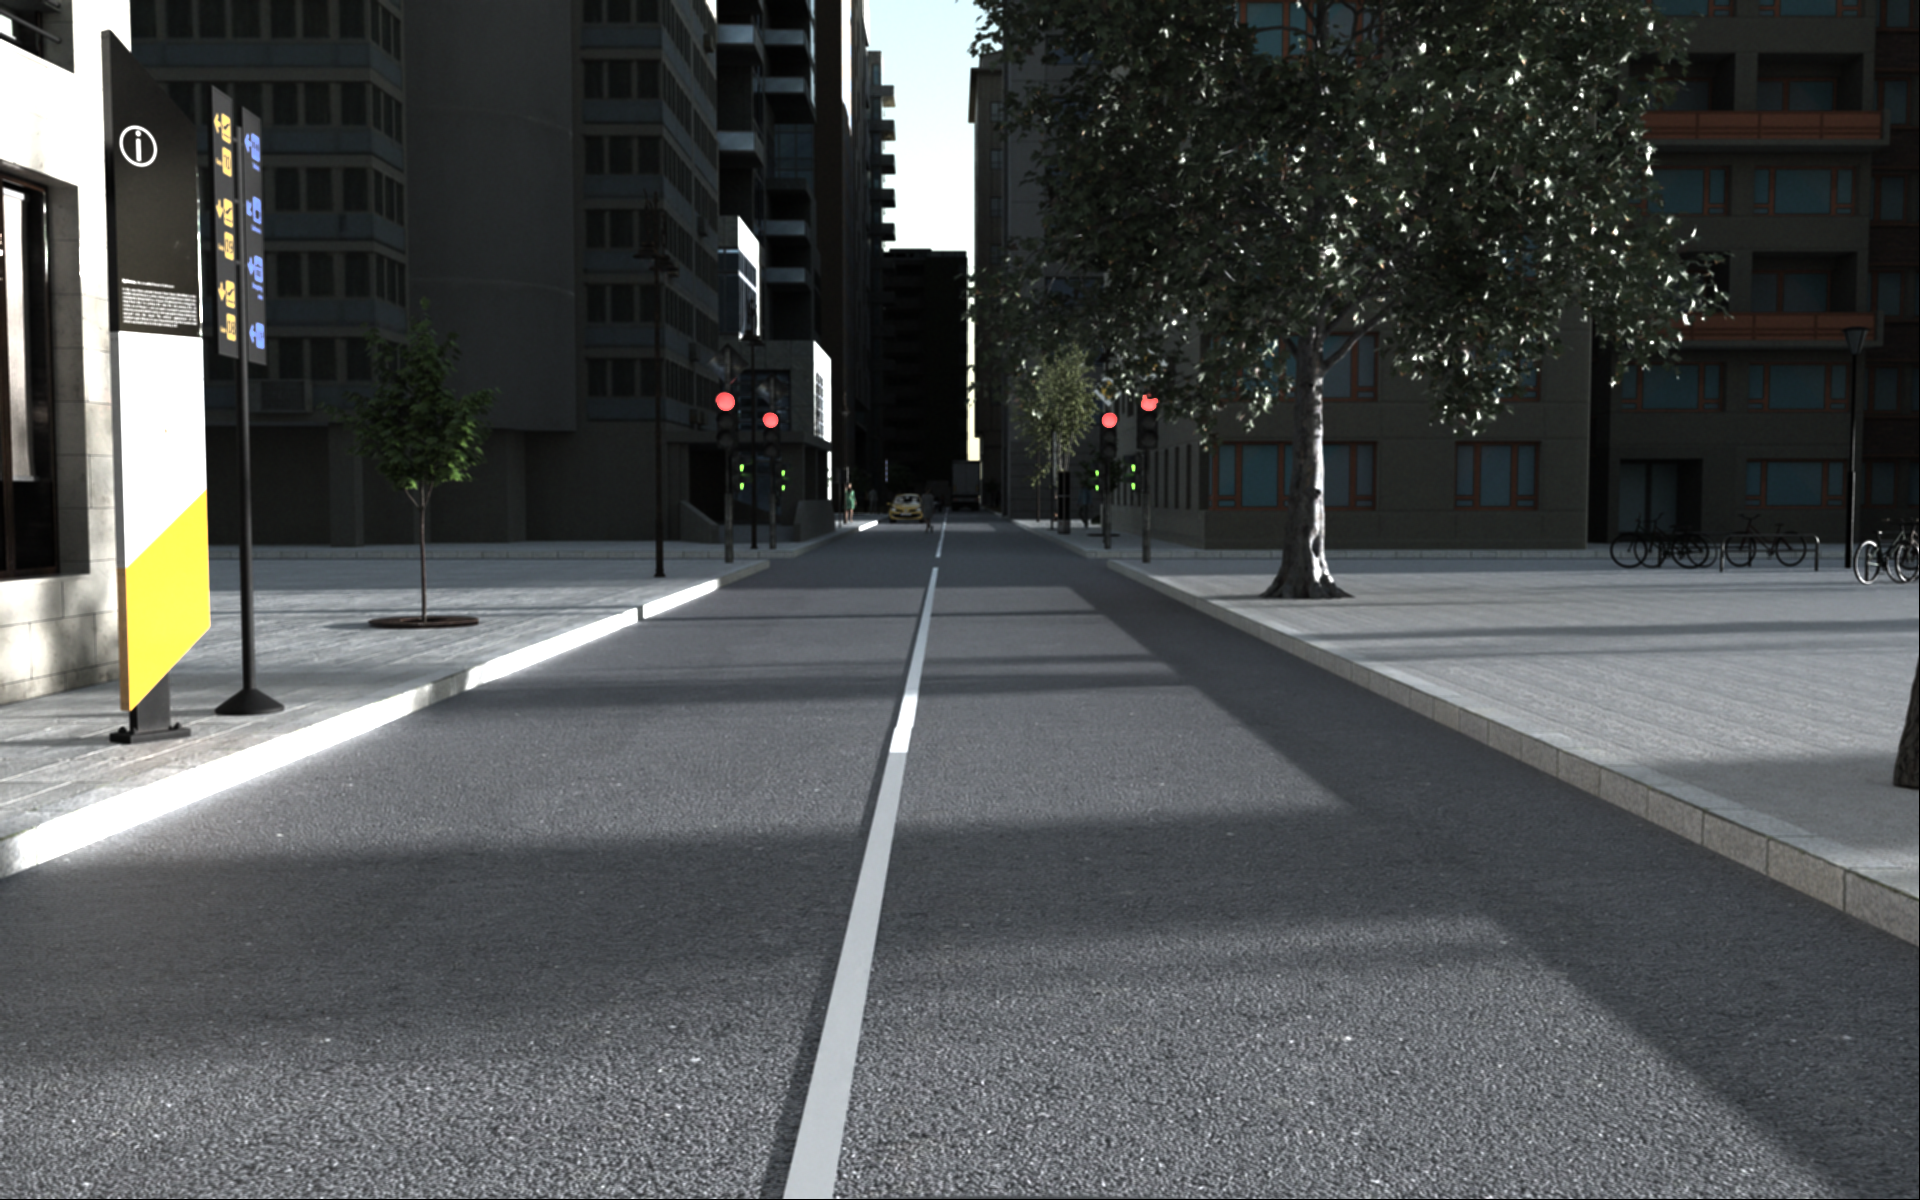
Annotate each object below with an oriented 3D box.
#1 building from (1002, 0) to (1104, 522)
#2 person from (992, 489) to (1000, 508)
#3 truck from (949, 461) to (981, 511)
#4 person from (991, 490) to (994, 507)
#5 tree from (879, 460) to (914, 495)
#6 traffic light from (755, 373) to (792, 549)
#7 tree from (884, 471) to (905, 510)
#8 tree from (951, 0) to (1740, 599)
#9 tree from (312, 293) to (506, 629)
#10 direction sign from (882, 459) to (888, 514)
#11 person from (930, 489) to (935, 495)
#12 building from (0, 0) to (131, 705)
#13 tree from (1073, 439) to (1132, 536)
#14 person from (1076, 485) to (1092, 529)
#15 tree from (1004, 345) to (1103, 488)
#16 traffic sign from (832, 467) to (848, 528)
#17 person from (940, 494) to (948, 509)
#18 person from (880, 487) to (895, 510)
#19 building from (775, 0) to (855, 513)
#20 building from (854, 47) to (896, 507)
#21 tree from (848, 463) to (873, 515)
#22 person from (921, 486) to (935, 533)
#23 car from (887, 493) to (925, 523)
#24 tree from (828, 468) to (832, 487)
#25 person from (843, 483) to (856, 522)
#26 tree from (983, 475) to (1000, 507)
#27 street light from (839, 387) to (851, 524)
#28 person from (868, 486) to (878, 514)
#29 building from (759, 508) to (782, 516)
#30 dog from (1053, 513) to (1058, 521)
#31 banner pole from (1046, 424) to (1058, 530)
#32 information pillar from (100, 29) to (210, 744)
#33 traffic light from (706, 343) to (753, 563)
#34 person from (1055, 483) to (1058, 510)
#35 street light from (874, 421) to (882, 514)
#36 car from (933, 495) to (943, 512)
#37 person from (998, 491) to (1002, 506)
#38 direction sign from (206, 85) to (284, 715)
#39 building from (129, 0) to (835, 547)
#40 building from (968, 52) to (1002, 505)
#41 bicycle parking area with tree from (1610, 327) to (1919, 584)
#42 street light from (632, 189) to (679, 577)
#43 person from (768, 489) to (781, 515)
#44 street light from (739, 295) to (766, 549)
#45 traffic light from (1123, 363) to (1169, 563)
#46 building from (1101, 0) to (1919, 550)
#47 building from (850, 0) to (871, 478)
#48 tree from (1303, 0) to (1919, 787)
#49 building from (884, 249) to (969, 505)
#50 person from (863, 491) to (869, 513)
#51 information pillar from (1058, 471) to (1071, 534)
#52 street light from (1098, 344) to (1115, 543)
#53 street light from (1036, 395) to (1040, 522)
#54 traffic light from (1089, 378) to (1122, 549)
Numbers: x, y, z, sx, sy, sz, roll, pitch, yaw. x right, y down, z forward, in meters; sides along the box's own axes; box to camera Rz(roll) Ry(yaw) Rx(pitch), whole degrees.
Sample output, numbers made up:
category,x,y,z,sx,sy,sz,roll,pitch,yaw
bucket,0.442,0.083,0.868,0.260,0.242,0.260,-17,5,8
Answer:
category,x,y,z,sx,sy,sz,roll,pitch,yaw
building,12.957,-34.154,100.416,21.231,58.520,28.212,0,4,0
person,3.391,-9.560,163.064,0.721,1.735,1.217,-2,4,-31
truck,0.442,-9.885,150.532,2.839,4.237,11.283,0,4,-1
person,3.166,-9.885,168.584,0.530,1.710,0.541,2,4,30
tree,-5.976,-11.004,163.636,4.285,4.588,4.351,0,3,0
traffic light,-4.338,-3.136,40.199,0.839,4.253,0.868,0,4,0
tree,-5.595,-9.119,143.702,1.663,3.219,1.824,0,3,0
tree,4.391,-6.368,21.124,9.611,12.733,9.660,0,3,0
tree,-5.154,-1.357,16.787,1.663,3.219,1.824,0,3,0
direction sign,-4.882,-7.389,112.803,0.379,3.537,0.876,1,4,13
person,-2.614,-9.038,155.902,1.348,1.869,0.705,0,4,-4
building,-10.960,-9.091,3.395,10.420,20.320,16.860,0,4,0
tree,4.382,-3.584,53.193,1.663,3.219,1.824,0,3,0
person,4.561,-3.483,63.340,0.444,1.785,0.601,-2,4,-33
tree,4.207,-7.702,76.294,4.737,8.622,4.395,0,3,0
traffic sign,-4.551,-3.883,65.619,0.606,2.300,0.079,1,4,9
person,-1.649,-9.526,167.515,1.065,1.426,0.557,2,4,24
person,-5.637,-7.984,136.581,1.348,1.824,0.705,1,4,21
building,-14.793,-28.897,122.581,14.600,45.320,14.200,0,4,0
building,-21.957,-34.159,178.105,30.456,49.044,23.786,0,4,0
tree,-6.400,-6.796,105.723,1.663,3.219,1.824,0,3,0
person,-1.135,-3.283,62.924,0.466,1.731,0.760,-2,4,-32
car,-2.612,-4.643,86.142,2.015,1.641,3.980,0,4,1
tree,-5.889,-4.556,69.088,1.663,3.219,1.824,0,3,0
person,-5.033,-4.418,78.517,0.600,1.795,0.529,-2,4,-24
tree,3.187,-11.079,175.743,1.663,3.219,1.824,0,3,0
street light,-4.973,-6.231,74.671,0.468,5.910,1.993,0,4,0
person,-5.608,-6.446,111.715,0.678,1.792,0.850,1,4,11
building,-17.357,-47.281,85.719,22.319,86.520,31.000,0,4,0
dog,4.545,-3.905,81.589,0.550,0.427,0.748,0,4,-1
banner pole,3.320,-4.362,61.340,0.401,3.779,0.863,-1,4,-12
information pillar,-4.191,-1.081,9.023,0.183,3.616,0.504,2,4,32
traffic light,-4.294,-2.648,32.214,0.839,4.253,0.868,0,4,0
person,4.233,-4.058,72.730,0.599,1.781,0.374,-1,4,-15
street light,-5.135,-8.337,109.102,0.468,5.910,1.993,0,4,0
car,-2.325,-7.780,139.783,1.945,1.354,3.894,0,4,-1
person,4.229,-10.737,183.061,0.593,1.643,0.415,-1,4,-14
direction sign,-4.189,-1.108,10.110,0.379,3.537,0.876,0,4,-5
building,-20.391,-22.006,51.684,32.217,40.220,23.993,0,4,0
building,14.884,-38.177,213.426,27.495,52.752,28.713,0,4,0
bicycle parking area with tree,15.705,-2.467,27.332,9.016,4.147,8.231,0,4,3
street light,-4.647,-3.293,26.624,0.468,5.910,1.993,0,4,0
person,-6.974,-3.624,65.636,0.721,1.781,0.623,-3,4,-37
street light,-4.828,-4.138,40.440,0.468,5.910,1.993,0,4,0
traffic light,3.467,-2.651,32.273,0.839,4.253,0.868,0,4,0
building,19.999,-12.724,53.072,28.899,21.520,27.650,0,4,0
building,-21.388,-33.908,143.637,28.713,52.752,27.495,0,4,0
tree,4.527,-4.444,7.065,7.601,10.594,8.767,2,4,34
building,-6.028,-26.610,206.779,14.107,30.474,14.160,0,4,0
person,-6.510,-6.987,120.380,0.705,1.812,1.348,1,4,18
information pillar,3.343,-3.128,55.638,0.304,2.012,0.304,-3,5,-42
street light,3.860,-4.454,45.610,0.468,5.910,1.993,0,4,0
street light,3.604,-6.545,79.801,0.468,5.910,1.993,0,4,0
traffic light,3.423,-3.140,40.258,0.839,4.253,0.868,0,4,0
